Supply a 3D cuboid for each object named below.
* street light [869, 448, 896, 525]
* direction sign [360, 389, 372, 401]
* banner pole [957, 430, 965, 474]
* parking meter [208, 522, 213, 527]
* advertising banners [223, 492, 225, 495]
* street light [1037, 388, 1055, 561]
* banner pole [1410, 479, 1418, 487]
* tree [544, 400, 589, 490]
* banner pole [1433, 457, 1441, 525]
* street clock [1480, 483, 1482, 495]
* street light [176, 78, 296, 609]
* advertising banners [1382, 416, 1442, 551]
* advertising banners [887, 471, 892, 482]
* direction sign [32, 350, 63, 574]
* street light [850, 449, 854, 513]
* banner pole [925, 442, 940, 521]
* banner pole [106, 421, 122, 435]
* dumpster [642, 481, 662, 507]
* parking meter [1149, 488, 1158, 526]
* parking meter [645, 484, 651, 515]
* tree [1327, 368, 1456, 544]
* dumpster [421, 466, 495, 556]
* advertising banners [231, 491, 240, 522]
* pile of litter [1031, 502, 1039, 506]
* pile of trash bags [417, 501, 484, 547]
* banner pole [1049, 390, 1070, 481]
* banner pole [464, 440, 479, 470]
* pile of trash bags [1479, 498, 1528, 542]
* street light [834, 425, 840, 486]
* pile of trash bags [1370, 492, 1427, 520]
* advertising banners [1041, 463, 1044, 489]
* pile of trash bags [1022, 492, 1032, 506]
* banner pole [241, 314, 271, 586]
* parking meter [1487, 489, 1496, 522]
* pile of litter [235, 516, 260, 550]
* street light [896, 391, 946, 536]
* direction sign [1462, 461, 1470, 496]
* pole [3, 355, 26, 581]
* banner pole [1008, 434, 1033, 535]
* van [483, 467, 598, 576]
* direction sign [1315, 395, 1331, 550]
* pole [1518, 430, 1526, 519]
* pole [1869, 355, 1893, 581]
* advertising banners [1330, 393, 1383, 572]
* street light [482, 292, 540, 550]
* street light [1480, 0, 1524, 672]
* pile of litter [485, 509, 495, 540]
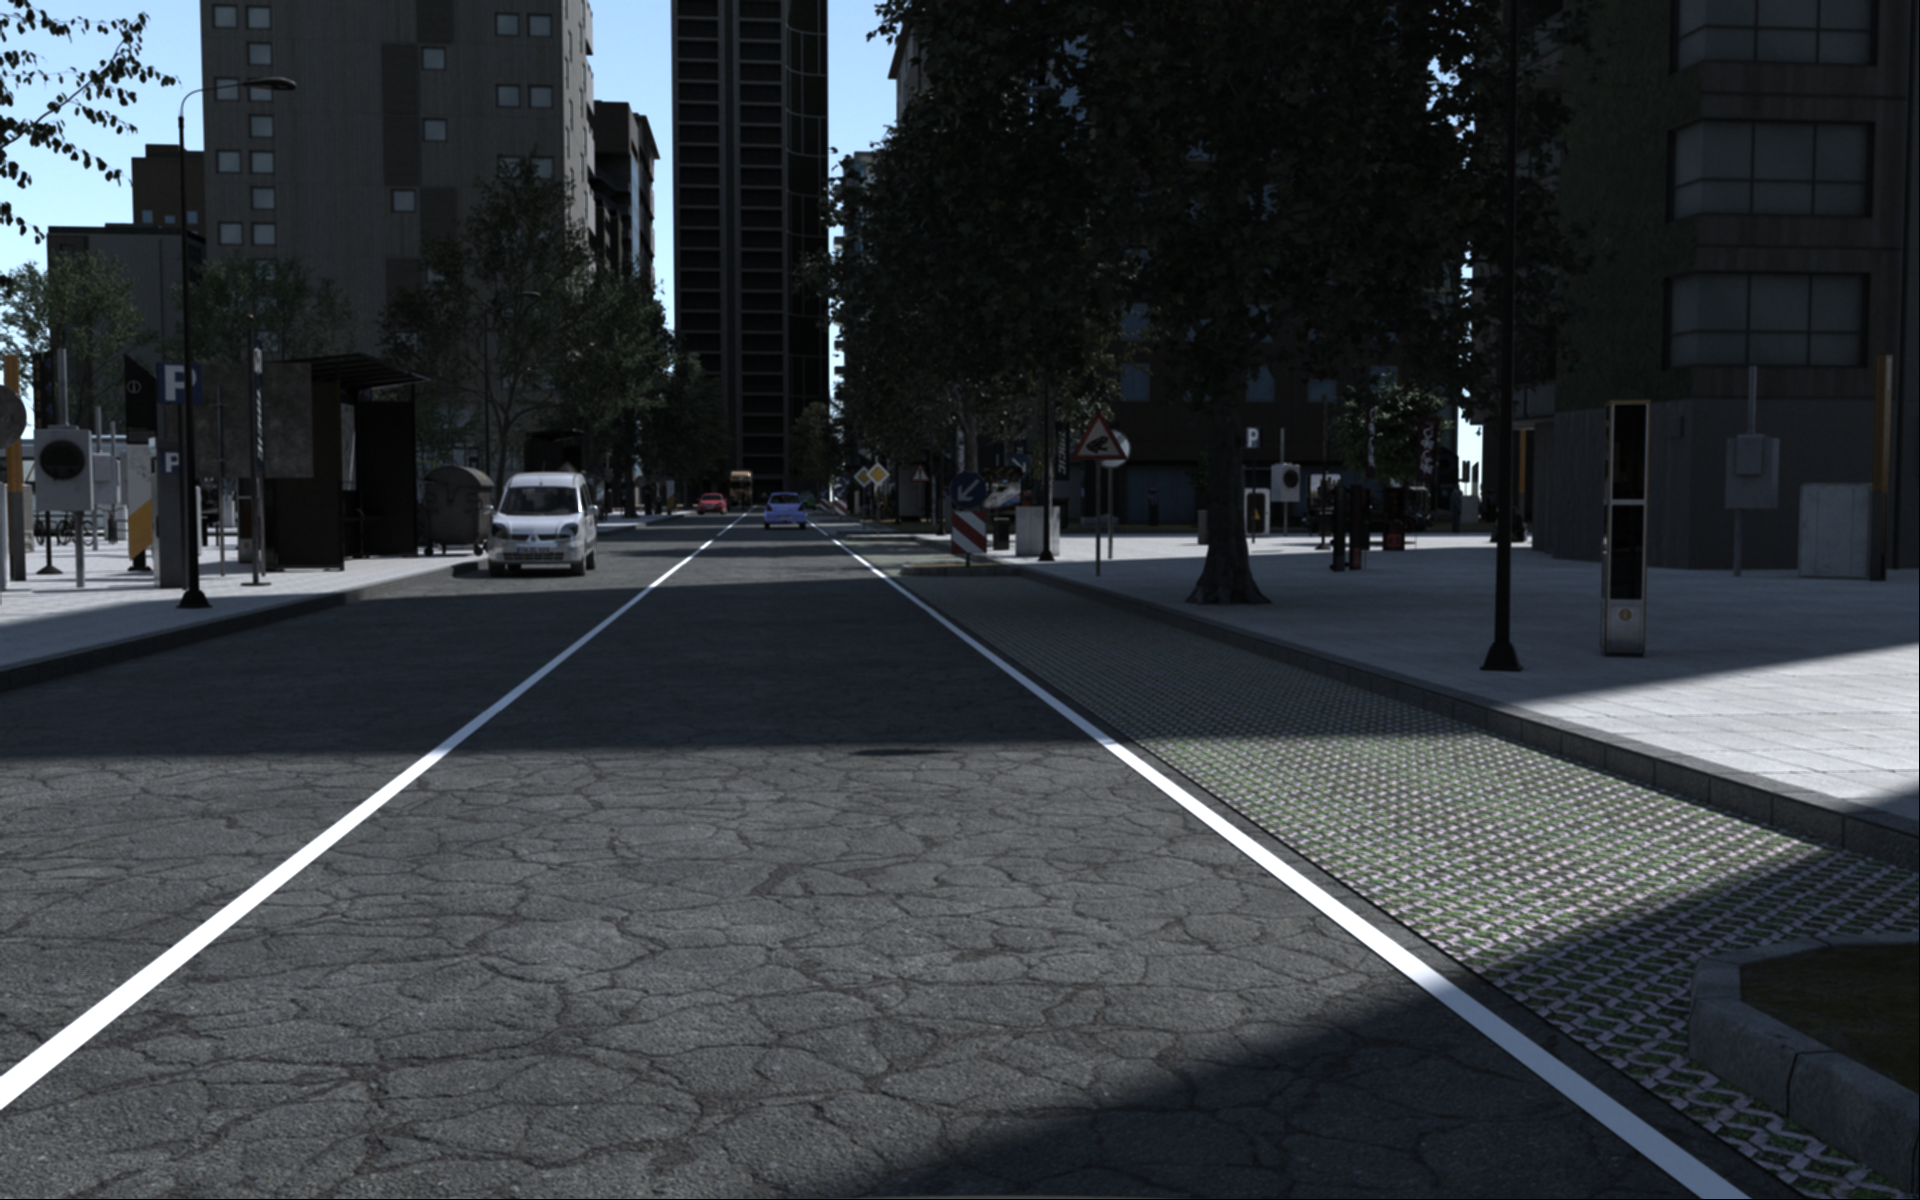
[{"bbox_3d":[-3.169,-6.125,72.678,1.470,5.913,1.316,0,4,-6],"label":"street light"},{"bbox_3d":[-12.318,-2.678,35.777,0.379,3.537,0.876,-3,5,-43],"label":"direction sign"},{"bbox_3d":[0.148,-3.844,52.864,0.401,3.779,0.863,-3,4,-39],"label":"banner pole"},{"bbox_3d":[-29.026,-3.602,67.308,0.372,1.533,0.369,0,3,0],"label":"parking meter"},{"bbox_3d":[-49.840,-7.308,115.673,0.090,3.025,2.074,1,4,18],"label":"advertising banners"},{"bbox_3d":[1.120,-3.699,33.019,1.470,5.913,1.316,0,4,-6],"label":"street light"},{"bbox_3d":[35.800,-8.981,136.860,0.863,3.779,0.401,0,4,4],"label":"banner pole"},{"bbox_3d":[-26.571,-10.340,119.427,4.737,8.622,4.395,0,3,0],"label":"tree"},{"bbox_3d":[19.713,-4.999,71.750,0.401,3.779,0.863,1,4,21],"label":"banner pole"},{"bbox_3d":[35.672,-6.953,118.257,0.358,2.002,0.471,0,4,3],"label":"street clock"},{"bbox_3d":[-8.113,-2.868,19.439,1.470,5.913,1.316,0,4,-6],"label":"street light"},{"bbox_3d":[9.814,-2.633,39.237,2.074,3.025,0.090,1,4,13],"label":"advertising banners"},{"bbox_3d":[-4.627,-8.235,130.821,2.074,3.025,0.090,0,4,-6],"label":"advertising banners"},{"bbox_3d":[-14.614,-2.183,27.693,0.876,3.537,0.379,3,5,44],"label":"direction sign"},{"bbox_3d":[-5.297,-7.378,93.179,1.470,5.913,1.316,0,4,-6],"label":"street light"},{"bbox_3d":[-1.242,-5.655,82.484,0.401,3.779,0.863,-2,4,-24],"label":"banner pole"},{"bbox_3d":[-29.090,-4.264,59.734,0.863,3.779,0.401,2,4,24],"label":"banner pole"},{"bbox_3d":[-21.996,-7.445,124.224,1.502,2.255,1.985,0,4,-6],"label":"dumpster"},{"bbox_3d":[7.833,-3.774,70.112,0.372,1.533,0.369,0,3,0],"label":"parking meter"},{"bbox_3d":[-18.912,-6.069,104.932,0.255,1.863,0.399,1,4,17],"label":"parking meter"},{"bbox_3d":[11.220,-3.752,45.058,4.285,4.588,4.351,0,3,0],"label":"tree"},{"bbox_3d":[-10.538,-1.873,36.386,1.264,1.857,1.865,0,4,-6],"label":"dumpster"},{"bbox_3d":[-32.430,-4.995,77.849,0.090,3.025,2.074,-3,5,-39],"label":"advertising banners"},{"bbox_3d":[4.164,-5.091,97.196,1.719,0.858,1.176,1,4,18],"label":"pile of litter"},{"bbox_3d":[-12.957,-2.079,43.749,1.912,1.369,3.447,0,4,-5],"label":"pile of trash bags"},{"bbox_3d":[2.291,-3.112,40.903,0.863,3.779,0.401,-3,4,-36],"label":"banner pole"},{"bbox_3d":[-22.717,-5.529,80.413,0.863,3.779,0.401,0,4,-3],"label":"banner pole"},{"bbox_3d":[15.761,-2.209,45.871,3.447,1.369,1.912,3,5,39],"label":"pile of trash bags"},{"bbox_3d":[-7.680,-8.689,114.611,1.470,5.913,1.316,0,4,-6],"label":"street light"},{"bbox_3d":[16.964,-3.597,68.568,3.447,1.369,1.912,-3,5,-41],"label":"pile of trash bags"},{"bbox_3d":[5.287,-6.297,99.137,2.074,3.025,0.090,-3,5,-44],"label":"advertising banners"},{"bbox_3d":[2.180,-3.969,74.645,1.912,1.369,3.447,-2,4,-25],"label":"pile of trash bags"},{"bbox_3d":[-9.925,-2.107,24.460,0.401,3.779,0.863,0,4,-7],"label":"banner pole"},{"bbox_3d":[24.138,-4.298,78.679,0.372,1.533,0.369,0,3,0],"label":"parking meter"},{"bbox_3d":[-16.229,-1.616,40.393,1.176,0.858,1.719,-3,4,-39],"label":"pile of litter"},{"bbox_3d":[-1.116,-4.952,53.508,1.470,5.913,1.316,0,4,-6],"label":"street light"},{"bbox_3d":[34.193,-7.650,117.072,0.876,3.537,0.379,-3,5,-41],"label":"direction sign"},{"bbox_3d":[-13.939,-1.938,25.529,0.158,3.312,0.155,0,3,0],"label":"pole"},{"bbox_3d":[1.747,-3.945,54.512,0.863,3.779,0.401,2,4,30],"label":"banner pole"},{"bbox_3d":[-7.567,-1.499,31.526,2.013,2.044,4.112,0,4,-8],"label":"van"},{"bbox_3d":[8.387,-2.930,39.899,0.379,3.537,0.876,1,4,17],"label":"direction sign"},{"bbox_3d":[17.669,-3.708,54.462,0.158,3.312,0.155,0,3,0],"label":"pole"},{"bbox_3d":[13.549,-1.935,25.473,0.158,3.312,0.155,0,3,0],"label":"pole"},{"bbox_3d":[6.692,-2.024,29.286,0.090,3.025,2.074,2,4,33],"label":"advertising banners"},{"bbox_3d":[-10.353,-4.122,39.928,1.470,5.913,1.316,0,4,-6],"label":"street light"},{"bbox_3d":[3.428,-2.441,12.452,1.470,5.913,1.316,0,4,-6],"label":"street light"},{"bbox_3d":[-13.746,-2.146,49.056,1.176,0.858,1.719,2,4,32],"label":"pile of litter"}]
